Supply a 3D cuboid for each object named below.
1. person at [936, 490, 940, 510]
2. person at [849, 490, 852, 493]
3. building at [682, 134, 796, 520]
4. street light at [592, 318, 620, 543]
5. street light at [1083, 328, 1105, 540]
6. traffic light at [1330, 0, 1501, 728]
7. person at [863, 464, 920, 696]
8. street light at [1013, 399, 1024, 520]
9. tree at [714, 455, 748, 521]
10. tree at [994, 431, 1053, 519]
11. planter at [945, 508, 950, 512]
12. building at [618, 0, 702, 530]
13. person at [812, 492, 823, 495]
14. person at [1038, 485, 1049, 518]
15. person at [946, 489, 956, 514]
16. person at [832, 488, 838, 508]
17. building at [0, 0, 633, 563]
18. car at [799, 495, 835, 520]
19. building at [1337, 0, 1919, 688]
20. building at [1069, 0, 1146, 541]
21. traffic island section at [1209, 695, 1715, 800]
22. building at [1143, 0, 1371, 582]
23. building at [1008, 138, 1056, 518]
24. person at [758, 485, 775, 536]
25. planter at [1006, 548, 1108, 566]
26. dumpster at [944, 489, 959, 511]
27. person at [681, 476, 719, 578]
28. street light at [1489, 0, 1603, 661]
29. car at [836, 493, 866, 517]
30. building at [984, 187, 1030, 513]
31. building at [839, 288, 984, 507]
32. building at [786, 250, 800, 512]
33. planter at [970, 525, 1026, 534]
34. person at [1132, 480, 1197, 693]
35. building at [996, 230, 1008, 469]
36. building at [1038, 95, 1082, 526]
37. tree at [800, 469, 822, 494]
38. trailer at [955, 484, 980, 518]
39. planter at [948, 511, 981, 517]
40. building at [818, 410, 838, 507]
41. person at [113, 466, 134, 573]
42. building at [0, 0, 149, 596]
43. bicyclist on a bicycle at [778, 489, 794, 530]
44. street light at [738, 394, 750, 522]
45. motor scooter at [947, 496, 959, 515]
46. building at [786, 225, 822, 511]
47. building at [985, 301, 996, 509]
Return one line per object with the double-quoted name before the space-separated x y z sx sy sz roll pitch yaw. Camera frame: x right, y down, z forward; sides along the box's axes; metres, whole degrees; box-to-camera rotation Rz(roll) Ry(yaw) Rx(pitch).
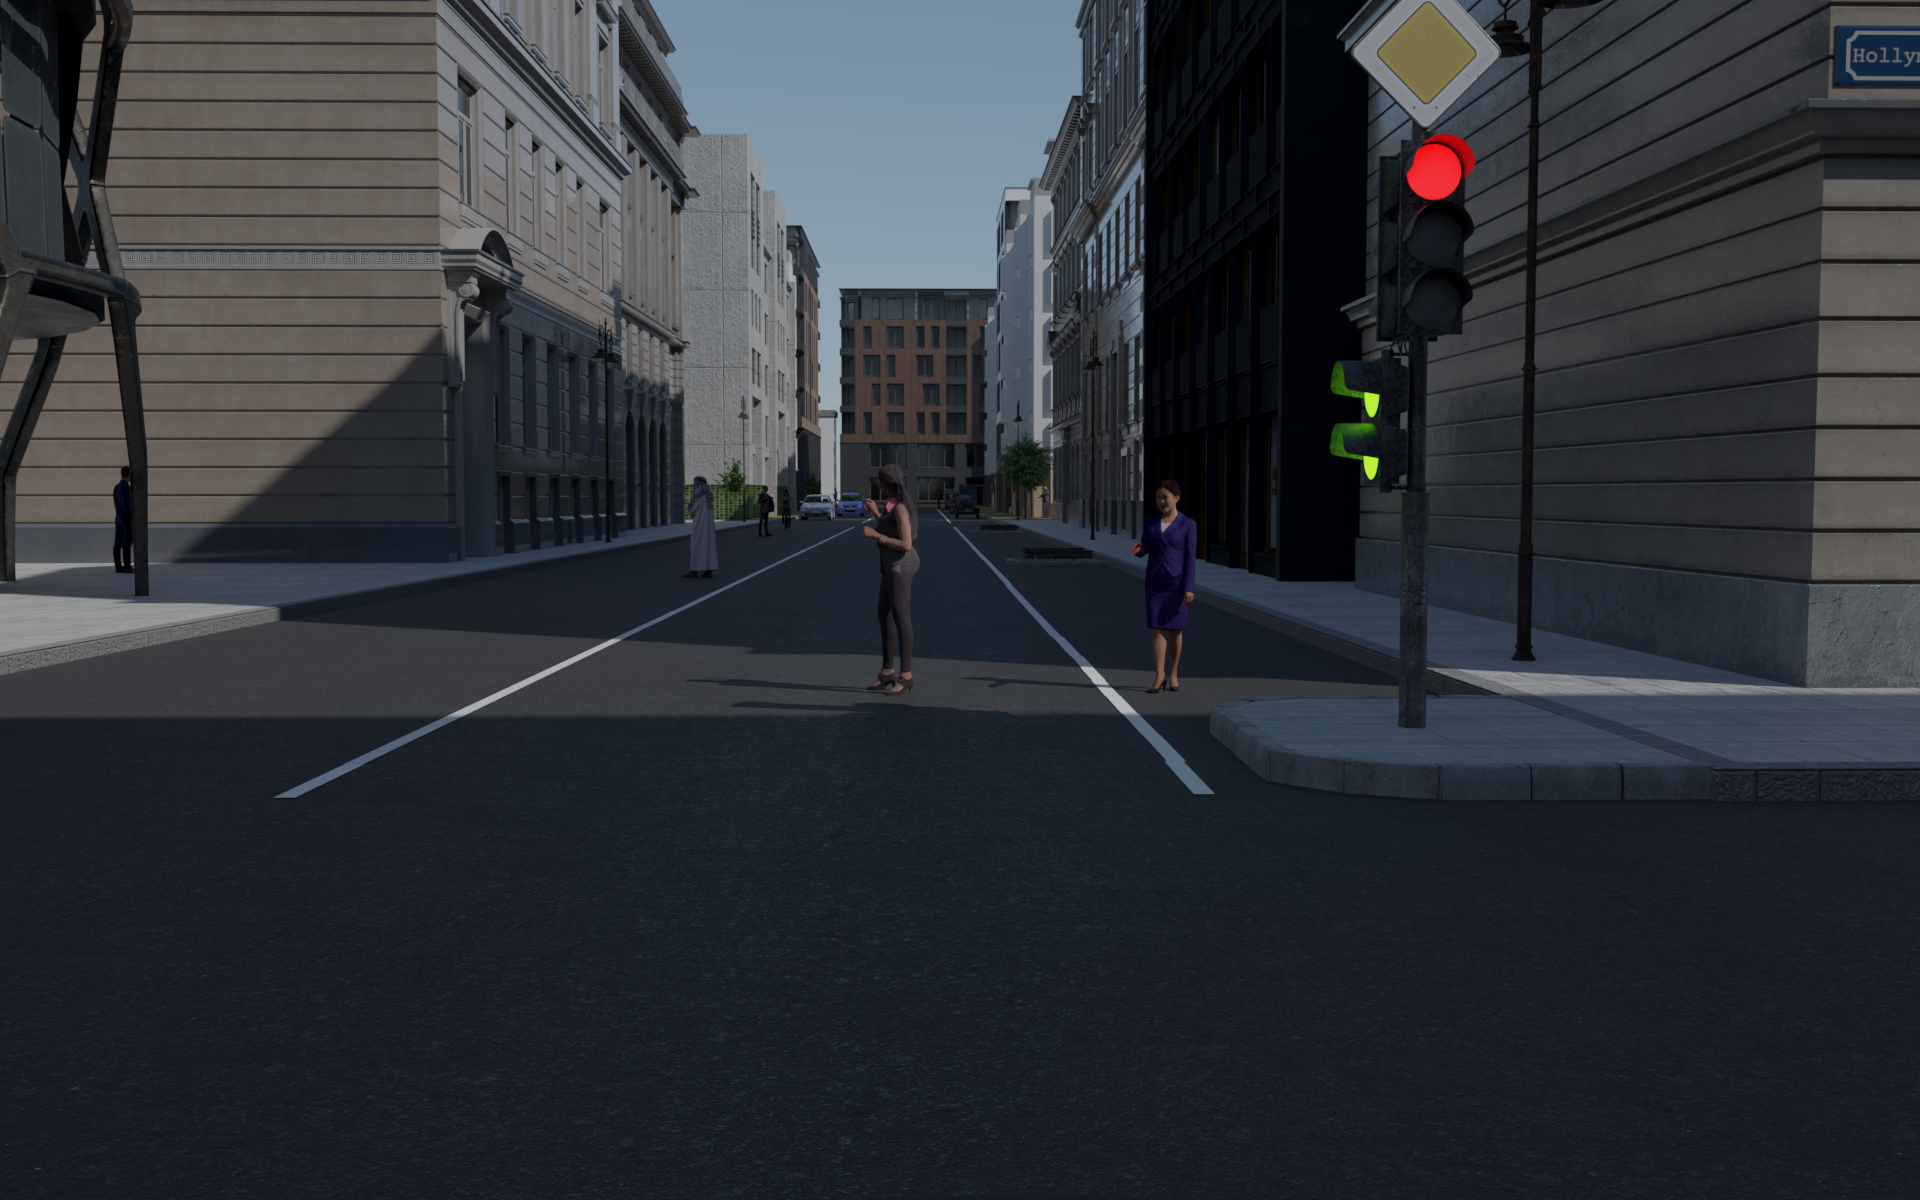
"person" -2.012 -9.303 160.572 0.705 1.831 1.348 0 4 7
"person" -9.932 -9.032 156.039 0.599 1.838 0.709 3 4 39
"building" -19.139 -14.343 100.966 16.747 18.905 31.486 0 4 -1
"street light" -9.296 -4.453 45.588 0.468 5.910 1.993 0 4 -1
"street light" 3.718 -4.623 48.370 0.468 5.910 1.993 0 4 -1
"traffic light" 2.475 -1.235 9.440 0.839 4.213 0.868 0 4 -1
"person" -0.532 -0.150 12.424 0.593 1.643 0.415 3 5 42
"street light" 2.822 -6.806 84.070 0.468 5.910 1.993 0 4 -1
"tree" -10.864 -5.453 83.763 1.663 3.219 1.824 0 3 0
"tree" 3.468 -6.477 89.613 4.285 4.588 4.351 0 3 0
"planter" -0.225 -7.177 138.476 1.991 0.319 1.994 0 4 -1
"building" -17.571 -13.540 63.172 13.314 21.916 24.055 0 4 -1
"person" -11.309 -8.024 137.171 1.348 1.831 0.705 1 4 11
"person" 4.440 -5.220 91.835 0.568 1.767 0.683 0 4 8
"person" -0.625 -7.277 127.569 0.705 1.812 1.348 -2 4 -33
"person" -11.345 -9.201 156.346 0.599 1.838 0.709 -1 4 -9
"building" -15.934 -15.599 40.949 13.634 28.700 20.117 0 4 -1
"car" -7.940 -5.179 96.683 2.014 1.417 4.499 0 4 -1
"building" 22.403 -12.056 16.193 34.723 24.649 14.460 0 4 -1
"building" 10.410 -15.640 52.973 12.463 27.353 25.104 0 4 -1
"traffic island section" 2.515 0.778 9.553 2.009 0.180 2.903 0 4 -1
"building" 10.653 -12.415 32.664 12.332 23.373 15.834 0 4 -1
"building" 11.158 -14.788 98.209 16.016 20.091 11.380 0 4 -1
"person" -6.546 -3.009 58.515 0.431 1.722 0.655 2 4 30
"planter" 1.954 -0.887 35.635 1.991 0.319 1.994 0 4 -1
"dumpster" -0.385 -8.114 140.881 1.865 1.857 1.264 0 4 -1
"person" -4.468 -1.264 29.841 0.621 1.740 0.551 0 4 4
"street light" 4.352 -2.471 13.195 0.468 5.910 1.993 0 4 -1
"car" -7.026 -6.242 111.654 1.945 1.707 3.694 0 4 -2
"building" 16.601 -17.627 132.175 27.936 21.610 32.646 0 4 -1
"building" 4.085 -20.726 182.845 32.646 21.610 27.936 0 4 -1
"building" -19.497 -16.263 122.319 16.016 20.091 11.380 0 4 -1
"planter" 1.379 -2.567 63.104 1.991 0.319 1.994 0 4 -1
"person" 1.471 -0.097 12.452 0.453 1.535 0.546 0 4 7
"building" 10.698 -15.483 109.560 16.016 20.091 11.380 0 4 -1
"building" 9.305 -12.889 75.360 10.561 19.102 19.286 0 4 -1
"tree" -11.058 -8.303 130.348 1.663 3.219 1.824 0 3 0
"trailer" 0.426 -5.864 102.930 1.471 1.999 3.904 0 4 0
"planter" 0.362 -5.517 111.345 1.991 0.319 1.994 0 4 -1
"building" -26.460 -14.127 173.125 28.070 9.664 9.099 0 4 -1
"person" -13.487 -1.308 28.131 0.576 1.737 0.504 2 4 33
"building" -18.038 -9.155 17.136 16.820 18.784 16.811 0 4 -1
"bicyclist on a bicycle" -6.949 -3.628 69.341 1.499 1.676 1.625 0 4 -2
"street light" -10.028 -6.580 80.378 0.468 5.910 1.993 0 4 -1
"motor scooter" -0.439 -6.265 115.210 0.815 1.314 1.986 0 4 -1
"building" -28.607 -18.436 145.408 32.646 21.610 27.936 0 4 -1
"building" 10.291 -18.260 154.972 16.016 20.091 11.380 0 4 -1
